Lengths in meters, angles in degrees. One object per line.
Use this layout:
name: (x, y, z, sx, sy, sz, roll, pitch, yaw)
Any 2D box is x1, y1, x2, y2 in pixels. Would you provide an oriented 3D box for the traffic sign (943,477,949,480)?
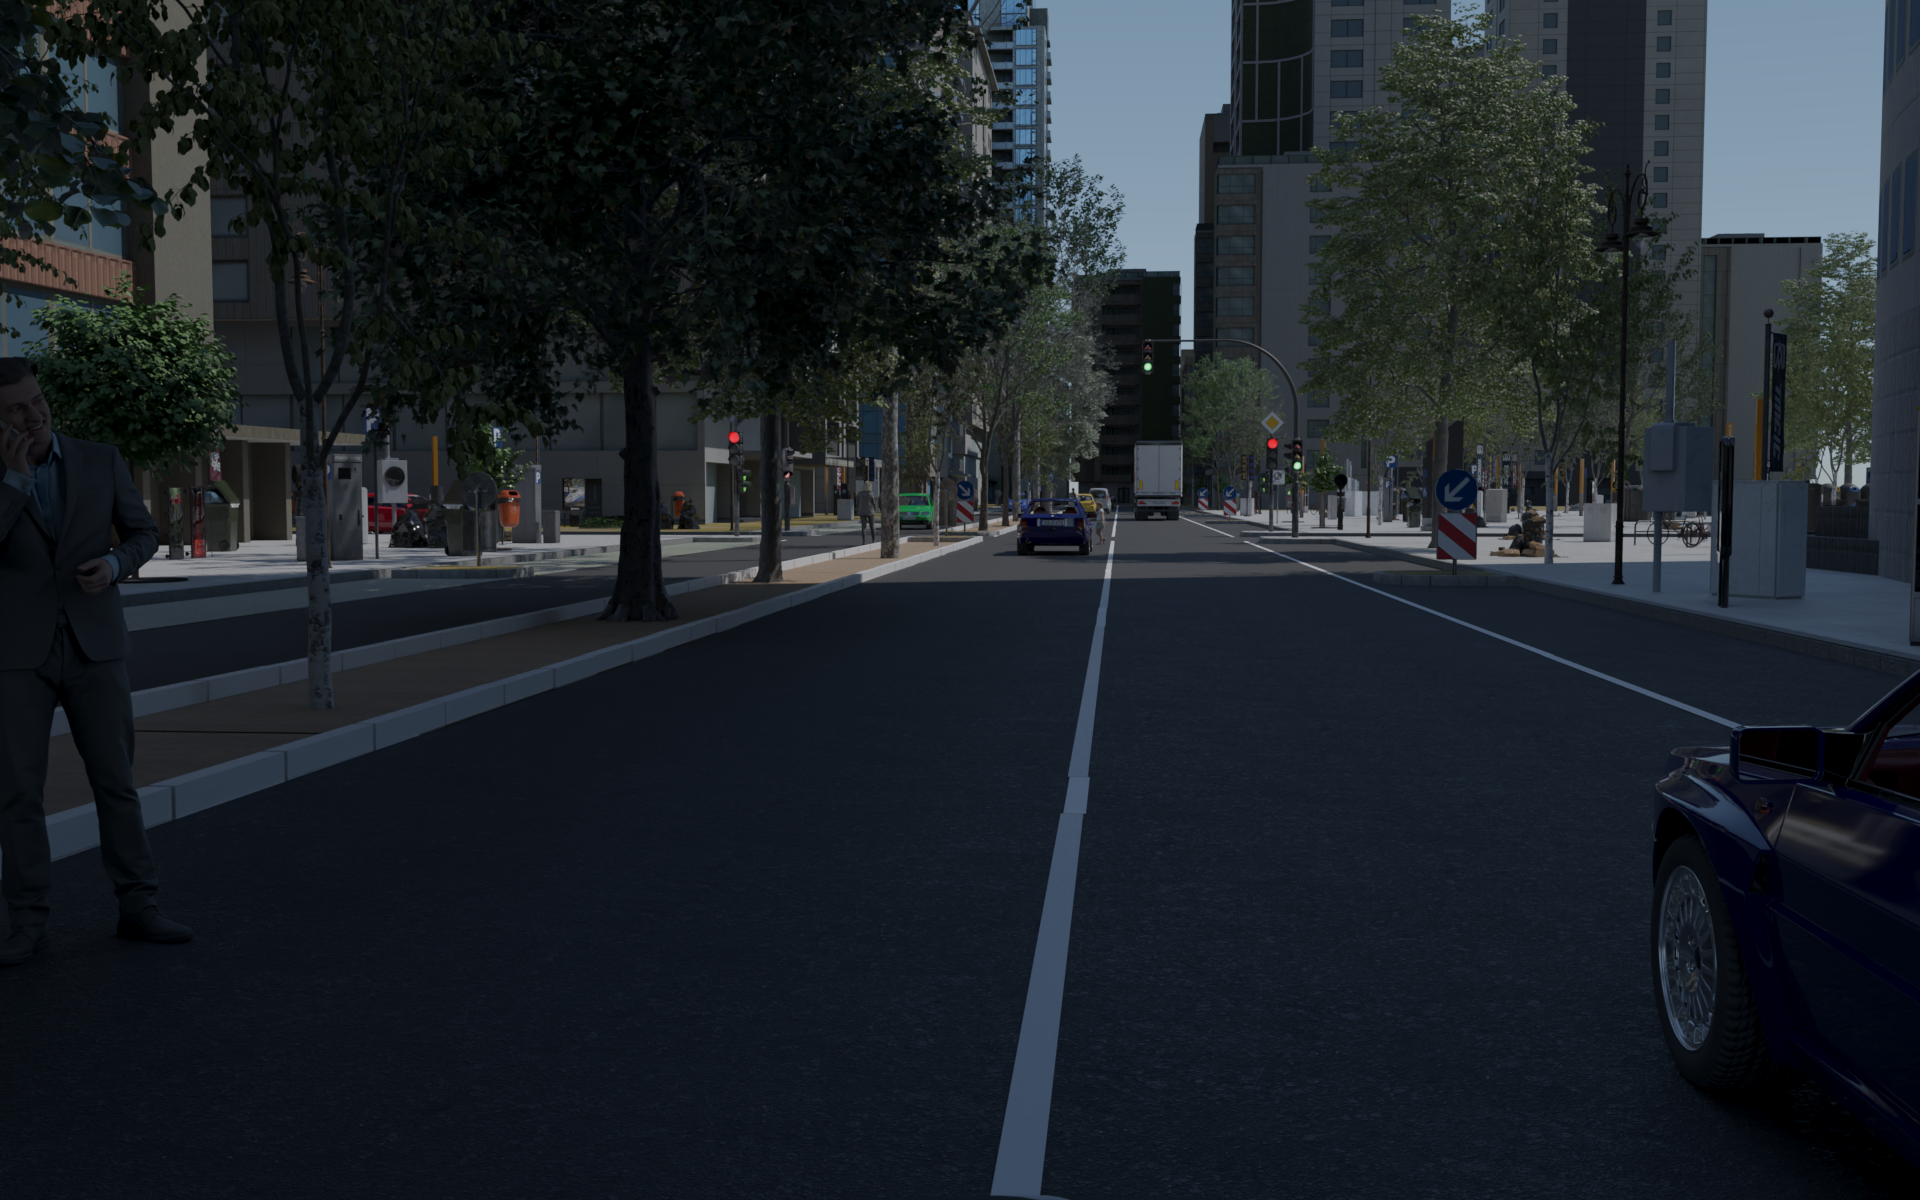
traffic sign: (-1.044, -8.111, 132.719, 0.768, 2.556, 0.104, 1, 4, 12)

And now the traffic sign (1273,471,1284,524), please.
traffic sign: (13.665, -4.430, 74.556, 0.606, 2.300, 0.079, 1, 4, 15)

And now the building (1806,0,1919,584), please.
building: (23.530, -29.187, 19.209, 21.231, 58.520, 28.212, 0, 4, 5)

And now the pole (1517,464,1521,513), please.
pole: (41.117, -8.165, 127.340, 0.158, 3.312, 0.155, 0, 3, 0)

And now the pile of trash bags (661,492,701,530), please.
pile of trash bags: (-10.486, -3.310, 63.869, 1.912, 1.369, 3.447, 0, 4, -5)

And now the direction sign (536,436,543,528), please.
direction sign: (-15.722, -4.439, 64.579, 0.379, 3.537, 0.876, 0, 4, -7)

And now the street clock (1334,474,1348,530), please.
street clock: (13.541, -3.490, 61.624, 0.471, 2.002, 0.358, 0, 4, 6)

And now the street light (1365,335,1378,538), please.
street light: (11.875, -4.735, 50.207, 0.468, 5.910, 1.993, 0, 4, 5)

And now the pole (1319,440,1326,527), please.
pole: (13.775, -4.401, 65.803, 0.158, 3.312, 0.155, 0, 3, 0)

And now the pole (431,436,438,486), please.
pole: (-18.606, -4.132, 61.404, 0.158, 3.312, 0.155, 0, 3, 0)

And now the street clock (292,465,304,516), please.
street clock: (-16.282, -2.332, 42.703, 0.358, 2.002, 0.471, -3, 4, -37)

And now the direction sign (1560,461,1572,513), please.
direction sign: (40.998, -7.657, 117.186, 0.379, 3.537, 0.876, -3, 4, -37)

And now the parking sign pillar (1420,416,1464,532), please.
parking sign pillar: (16.631, -4.355, 59.675, 1.447, 3.967, 1.447, -1, 4, -10)

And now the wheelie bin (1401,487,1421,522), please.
wheelie bin: (20.581, -4.362, 79.229, 0.980, 1.594, 0.693, -2, 4, -27)

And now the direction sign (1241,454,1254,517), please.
direction sign: (16.374, -6.526, 98.700, 0.876, 3.537, 0.379, 3, 5, 42)

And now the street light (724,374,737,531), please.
street light: (-8.006, -5.373, 60.644, 0.468, 5.910, 1.993, 0, 4, 5)

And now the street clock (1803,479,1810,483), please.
street clock: (41.179, -4.875, 84.284, 0.358, 2.002, 0.471, 3, 5, 42)

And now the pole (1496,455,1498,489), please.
pole: (28.256, -5.942, 90.995, 0.158, 3.312, 0.155, 0, 3, 0)

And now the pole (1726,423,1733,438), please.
pole: (22.069, -3.420, 49.757, 0.158, 3.312, 0.155, 0, 3, 0)

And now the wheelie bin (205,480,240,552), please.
wheelie bin: (-16.536, -1.882, 38.685, 0.693, 1.594, 0.980, 0, 4, -4)

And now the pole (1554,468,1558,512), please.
pole: (43.540, -8.115, 126.519, 0.158, 3.312, 0.155, 0, 3, 0)

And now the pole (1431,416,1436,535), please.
pole: (12.522, -3.161, 45.530, 0.158, 3.312, 0.155, 0, 3, 0)

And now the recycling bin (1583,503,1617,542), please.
recycling bin: (17.261, -2.087, 46.680, 0.722, 1.027, 0.722, 2, 4, 34)

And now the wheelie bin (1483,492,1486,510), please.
wheelie bin: (35.663, -6.673, 117.006, 0.693, 1.594, 0.980, 0, 4, 3)

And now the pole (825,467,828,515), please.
pole: (-8.208, -6.887, 106.451, 0.158, 3.312, 0.155, 0, 3, 0)

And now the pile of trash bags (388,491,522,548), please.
pile of trash bags: (-12.119, -1.994, 42.356, 1.912, 1.369, 3.447, 2, 4, 33)

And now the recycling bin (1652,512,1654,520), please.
recycling bin: (34.615, -4.450, 85.313, 0.722, 1.027, 0.722, -3, 4, -37)

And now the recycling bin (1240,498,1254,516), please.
recycling bin: (17.014, -5.510, 102.640, 0.722, 1.027, 0.722, 1, 4, 19)

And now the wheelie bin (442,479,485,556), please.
wheelie bin: (-10.260, -1.709, 35.852, 0.980, 1.594, 0.693, 2, 4, 33)

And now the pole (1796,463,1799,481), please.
pole: (55.787, -7.433, 115.376, 0.158, 3.312, 0.155, 0, 3, 0)

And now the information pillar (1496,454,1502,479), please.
information pillar: (31.610, -6.745, 101.629, 0.504, 3.616, 0.183, -2, 4, -30)

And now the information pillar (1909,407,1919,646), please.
information pillar: (8.227, -0.616, 14.558, 0.304, 2.012, 0.304, -3, 5, -39)

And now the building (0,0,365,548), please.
building: (-32.629, -23.558, 39.806, 28.867, 44.769, 22.147, 0, 4, 5)

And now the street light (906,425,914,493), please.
street light: (-3.210, -8.587, 113.185, 0.468, 5.910, 1.993, 0, 4, 5)

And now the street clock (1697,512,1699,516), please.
street clock: (40.354, -5.523, 94.864, 0.471, 2.002, 0.358, 0, 4, 8)

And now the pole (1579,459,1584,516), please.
pole: (36.057, -6.521, 100.466, 0.158, 3.312, 0.155, 0, 3, 0)

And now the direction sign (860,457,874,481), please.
direction sign: (-5.672, -6.965, 105.880, 0.876, 3.537, 0.379, 0, 4, 5)

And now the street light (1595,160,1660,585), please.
street light: (9.357, -3.159, 24.443, 0.468, 5.910, 1.993, 0, 4, 5)

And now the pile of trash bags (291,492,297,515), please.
pile of trash bags: (-25.451, -3.657, 69.536, 3.447, 1.369, 1.912, -2, 4, -27)

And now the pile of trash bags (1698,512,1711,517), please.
pile of trash bags: (42.202, -5.472, 99.226, 3.447, 1.369, 1.912, 1, 4, 8)

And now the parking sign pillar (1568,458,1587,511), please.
parking sign pillar: (46.478, -8.664, 130.135, 1.447, 3.967, 1.447, -1, 4, -21)

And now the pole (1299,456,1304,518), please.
pole: (18.350, -6.063, 92.969, 0.158, 3.312, 0.155, 0, 3, 0)

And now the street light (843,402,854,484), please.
street light: (-5.644, -6.995, 87.160, 0.468, 5.910, 1.993, 0, 4, 5)

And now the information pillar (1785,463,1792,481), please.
information pillar: (61.884, -8.443, 129.393, 0.504, 3.616, 0.183, -1, 4, -11)

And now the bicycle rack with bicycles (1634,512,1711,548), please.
bicycle rack with bicycles: (18.165, -1.787, 42.604, 2.925, 0.926, 2.852, -1, 4, -19)

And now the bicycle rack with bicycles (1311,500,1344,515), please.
bicycle rack with bicycles: (23.204, -5.663, 105.966, 2.852, 0.926, 2.925, -1, 4, -22)

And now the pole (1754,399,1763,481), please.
pole: (17.116, -2.647, 37.124, 0.158, 3.312, 0.155, 0, 3, 0)

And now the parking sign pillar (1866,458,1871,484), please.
parking sign pillar: (65.744, -8.333, 124.714, 1.447, 3.967, 1.447, 0, 4, 3)

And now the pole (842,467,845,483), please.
pole: (-7.480, -7.176, 111.167, 0.158, 3.312, 0.155, 0, 3, 0)

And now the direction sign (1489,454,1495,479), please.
direction sign: (30.409, -6.549, 99.067, 0.379, 3.537, 0.876, 3, 4, 38)

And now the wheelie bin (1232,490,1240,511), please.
wheelie bin: (20.811, -7.551, 131.359, 0.980, 1.594, 0.693, 3, 5, 40)

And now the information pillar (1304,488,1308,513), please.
information pillar: (23.662, -6.987, 118.724, 0.304, 2.012, 0.304, -2, 4, -35)

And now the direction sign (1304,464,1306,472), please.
direction sign: (25.667, -8.370, 128.850, 0.379, 3.537, 0.876, 0, 4, 3)

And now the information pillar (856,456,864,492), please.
information pillar: (-6.099, -6.955, 105.062, 0.504, 3.616, 0.183, 0, 4, -1)

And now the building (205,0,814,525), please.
building: (-20.545, -30.260, 83.983, 28.713, 52.752, 27.495, 0, 4, 5)

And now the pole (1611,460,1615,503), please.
pole: (38.190, -6.574, 101.324, 0.158, 3.312, 0.155, 0, 3, 0)

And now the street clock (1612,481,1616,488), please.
street clock: (35.623, -5.463, 93.888, 0.358, 2.002, 0.471, -3, 5, -39)

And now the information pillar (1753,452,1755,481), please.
information pillar: (44.543, -6.445, 96.727, 0.504, 3.616, 0.183, 3, 5, 43)

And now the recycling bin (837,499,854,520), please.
recycling bin: (-5.630, -4.437, 85.106, 0.722, 1.027, 0.722, 0, 4, 5)
